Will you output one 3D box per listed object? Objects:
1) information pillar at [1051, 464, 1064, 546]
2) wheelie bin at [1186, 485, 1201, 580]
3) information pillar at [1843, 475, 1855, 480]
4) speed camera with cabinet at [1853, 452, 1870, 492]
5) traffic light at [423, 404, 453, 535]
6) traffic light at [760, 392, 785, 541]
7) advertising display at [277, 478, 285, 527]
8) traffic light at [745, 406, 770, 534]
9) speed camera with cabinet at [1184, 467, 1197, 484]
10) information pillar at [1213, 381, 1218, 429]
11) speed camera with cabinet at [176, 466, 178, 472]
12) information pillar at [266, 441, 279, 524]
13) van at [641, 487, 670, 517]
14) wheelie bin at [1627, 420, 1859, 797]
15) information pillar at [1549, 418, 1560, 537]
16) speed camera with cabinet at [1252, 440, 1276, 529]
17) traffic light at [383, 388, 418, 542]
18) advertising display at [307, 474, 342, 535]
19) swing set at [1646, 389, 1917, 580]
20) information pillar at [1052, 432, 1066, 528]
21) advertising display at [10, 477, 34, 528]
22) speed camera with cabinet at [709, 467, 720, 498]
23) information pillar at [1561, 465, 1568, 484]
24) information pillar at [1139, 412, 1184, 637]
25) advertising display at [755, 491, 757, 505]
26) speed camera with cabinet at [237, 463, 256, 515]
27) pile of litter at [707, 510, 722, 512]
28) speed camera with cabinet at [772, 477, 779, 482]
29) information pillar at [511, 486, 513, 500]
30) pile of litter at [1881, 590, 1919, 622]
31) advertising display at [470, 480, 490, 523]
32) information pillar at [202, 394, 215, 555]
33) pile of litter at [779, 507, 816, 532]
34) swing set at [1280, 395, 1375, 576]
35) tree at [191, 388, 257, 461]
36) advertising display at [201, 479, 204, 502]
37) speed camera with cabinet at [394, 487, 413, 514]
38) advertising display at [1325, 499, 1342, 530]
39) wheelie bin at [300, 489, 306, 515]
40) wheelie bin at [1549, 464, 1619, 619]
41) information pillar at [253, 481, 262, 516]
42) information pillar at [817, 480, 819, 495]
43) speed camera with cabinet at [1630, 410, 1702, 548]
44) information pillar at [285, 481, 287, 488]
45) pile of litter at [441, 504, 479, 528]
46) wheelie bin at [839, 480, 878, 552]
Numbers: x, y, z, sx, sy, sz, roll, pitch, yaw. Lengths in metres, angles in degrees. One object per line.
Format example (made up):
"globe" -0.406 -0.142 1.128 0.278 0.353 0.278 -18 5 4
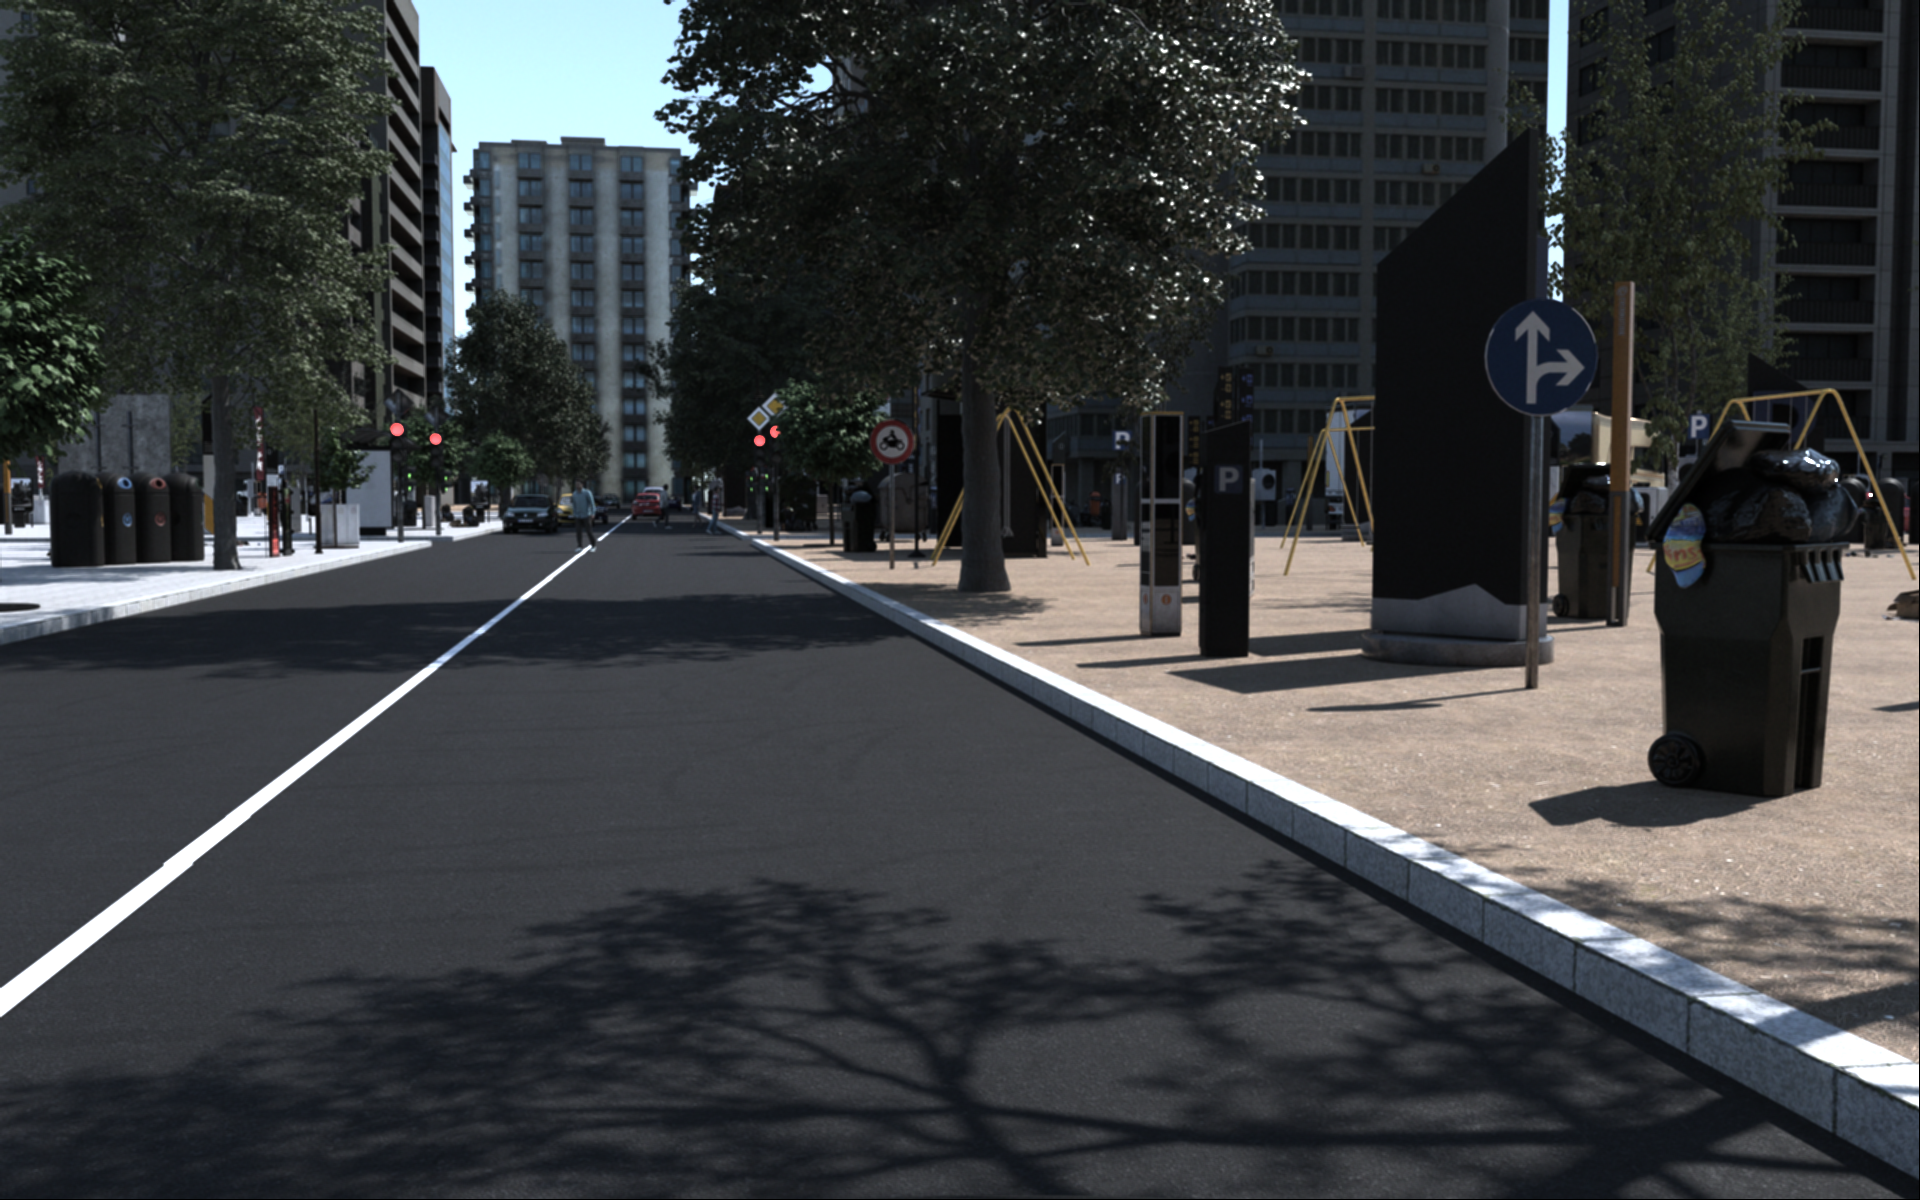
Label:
"information pillar" 2.413 -2.342 42.783 0.304 2.012 0.304 0 4 7
"wheelie bin" 3.855 -1.084 25.638 0.980 1.594 0.693 0 4 -6
"information pillar" 33.645 -3.737 65.594 0.304 2.012 0.304 -1 4 -18
"speed camera with cabinet" 40.247 -5.165 78.791 2.038 3.252 0.660 0 4 1
"traffic light" -16.209 -3.967 53.780 0.839 4.253 0.868 -1 4 -10
"traffic light" -5.078 -3.590 47.619 0.839 4.253 0.868 -1 4 -10
"advertising display" -26.658 -3.843 68.049 0.123 1.923 0.974 -2 4 -31
"traffic light" -6.446 -4.071 55.487 0.839 4.253 0.868 -1 4 -10
"speed camera with cabinet" 7.878 -4.151 62.206 2.038 3.252 0.660 -2 4 -24
"information pillar" 4.870 -2.515 32.475 0.183 3.616 0.504 -1 4 -12
"speed camera with cabinet" -54.045 -7.741 120.893 0.660 3.252 2.038 3 4 38
"information pillar" -29.048 -5.003 73.151 0.504 3.616 0.183 0 4 -6
"van" -19.686 -6.395 111.570 2.013 2.044 4.112 -1 4 -9
"wheelie bin" 3.485 0.018 7.610 0.980 1.594 0.693 -3 5 -42
"information pillar" 17.634 -3.683 51.567 0.183 3.616 0.504 -2 4 -24
"speed camera with cabinet" 10.402 -4.162 62.388 2.038 3.252 0.660 -2 4 -28
"traffic light" -14.841 -3.486 45.912 0.839 4.253 0.868 -1 4 -10
"advertising display" -20.044 -3.017 54.549 0.974 1.923 0.123 0 4 -3
"swing set" 12.834 -1.817 27.327 2.862 2.851 3.119 0 4 -3
"information pillar" 3.709 -4.494 64.826 0.504 3.616 0.183 -1 4 -13
"advertising display" -35.919 -3.725 66.114 0.974 1.923 0.123 -1 4 -14
"speed camera with cabinet" -14.908 -7.071 109.946 2.038 3.252 0.660 -1 4 -9
"information pillar" 15.409 -2.404 43.794 0.304 2.012 0.304 -3 5 -41
"information pillar" 1.815 -0.681 15.629 0.304 2.012 0.304 -1 4 -14
"advertising display" -12.969 -6.401 109.873 0.974 1.923 0.123 2 4 34
"speed camera with cabinet" -44.895 -7.011 108.969 0.660 3.252 2.038 -3 5 -40
"pile of litter" -17.460 -6.725 123.916 1.176 0.858 1.719 -1 4 -19
"speed camera with cabinet" -9.935 -6.434 99.533 2.038 3.252 0.660 1 4 10
"information pillar" -28.136 -7.179 108.735 0.183 3.616 0.504 0 4 -5
"pile of litter" 10.184 -0.244 17.962 1.719 0.858 1.176 -1 4 -23
"advertising display" -21.559 -4.440 77.810 0.974 1.923 0.123 1 4 17
"information pillar" -15.663 -2.760 36.480 0.504 3.616 0.183 -1 4 -8
"pile of litter" -5.772 -2.791 59.593 1.719 0.858 1.176 3 4 36
"swing set" 7.191 -1.799 27.037 2.862 2.851 3.119 -3 5 -44
"tree" -50.382 -10.326 119.191 4.360 8.622 3.978 0 3 0
"advertising display" -32.357 -4.276 75.126 0.974 1.923 0.123 -1 4 -13
"speed camera with cabinet" -35.606 -7.081 110.109 0.660 3.252 2.038 1 4 15
"advertising display" 13.349 -3.470 61.949 0.123 1.923 0.974 3 5 42
"wheelie bin" -41.222 -6.164 108.693 0.693 1.594 0.980 -1 4 -19
"wheelie bin" 6.619 -0.614 17.952 0.980 1.594 0.693 0 4 -8
"information pillar" -40.991 -5.907 101.066 0.304 2.012 0.304 2 4 33
"information pillar" -9.924 -7.871 120.052 0.183 3.616 0.504 -3 5 -40
"speed camera with cabinet" 16.788 -2.868 41.221 0.660 3.252 2.038 -3 5 -44
"information pillar" -36.910 -5.505 94.497 0.304 2.012 0.304 0 4 4
"pile of litter" -19.355 -3.261 67.280 1.176 0.858 1.719 2 4 24
"wheelie bin" -2.243 -1.860 38.320 0.693 1.594 0.980 -3 4 -38
